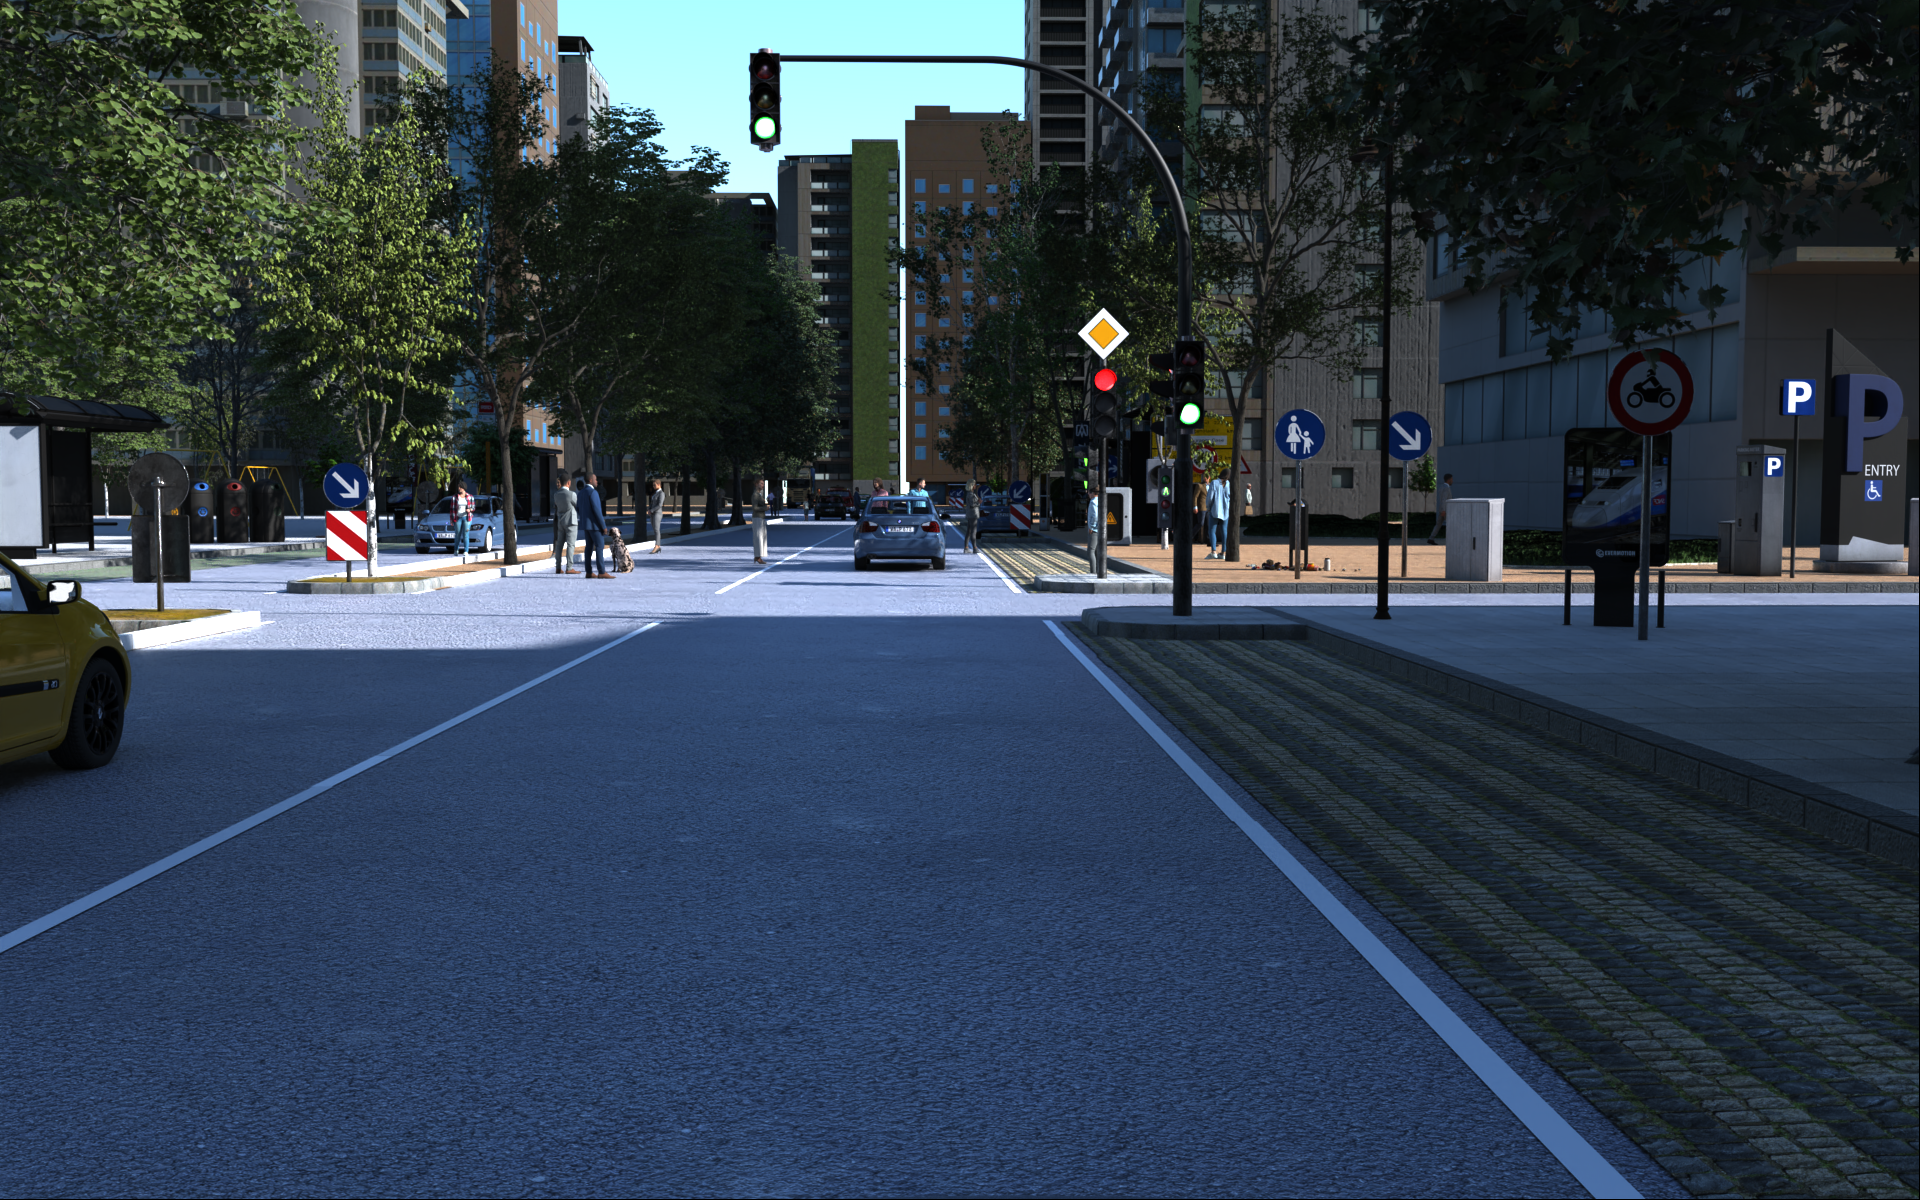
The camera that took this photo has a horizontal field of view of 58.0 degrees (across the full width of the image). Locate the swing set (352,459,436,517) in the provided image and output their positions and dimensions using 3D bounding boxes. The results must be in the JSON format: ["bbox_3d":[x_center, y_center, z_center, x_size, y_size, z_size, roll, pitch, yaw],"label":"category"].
[{"bbox_3d":[-25.748,-4.932,78.252,3.119,2.851,2.862,0,4,4],"label":"swing set"}]

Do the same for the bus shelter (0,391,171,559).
[{"bbox_3d":[-18.833,-2.608,36.562,2.014,3.302,5.546,0,4,-1],"label":"bus shelter"}]

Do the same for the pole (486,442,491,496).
[{"bbox_3d":[-18.360,-4.503,67.459,0.158,3.312,0.155,0,3,0],"label":"pole"}]

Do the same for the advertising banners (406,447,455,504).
[{"bbox_3d":[-20.028,-4.235,65.430,0.090,3.025,2.074,3,5,41],"label":"advertising banners"}]

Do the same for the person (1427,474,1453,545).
[{"bbox_3d":[12.164,-2.272,43.456,0.850,1.792,0.678,0,4,-1],"label":"person"}]

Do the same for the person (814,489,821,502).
[{"bbox_3d":[-9.798,-6.826,120.128,0.705,1.821,1.348,2,4,30],"label":"person"}]

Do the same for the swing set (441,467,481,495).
[{"bbox_3d":[-28.668,-6.222,99.342,3.119,2.851,2.862,1,4,11],"label":"swing set"}]

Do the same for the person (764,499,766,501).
[{"bbox_3d":[-13.817,-6.750,118.868,0.705,1.824,1.348,-3,5,-44],"label":"person"}]

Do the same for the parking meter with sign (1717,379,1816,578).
[{"bbox_3d":[12.565,-1.891,27.172,0.543,3.016,1.738,-1,4,-10],"label":"parking meter with sign"}]

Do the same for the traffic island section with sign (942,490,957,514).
[{"bbox_3d":[-0.170,-7.304,128.046,1.989,1.847,2.006,0,4,-1],"label":"traffic island section with sign"}]

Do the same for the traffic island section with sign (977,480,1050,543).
[{"bbox_3d":[1.614,-2.586,50.910,1.989,1.847,2.006,0,4,-1],"label":"traffic island section with sign"}]

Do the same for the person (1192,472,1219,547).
[{"bbox_3d":[5.888,-2.213,42.136,0.836,1.842,0.656,1,4,15],"label":"person"}]

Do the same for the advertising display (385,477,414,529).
[{"bbox_3d":[-20.589,-3.574,63.646,0.974,1.923,0.123,-1,4,-11],"label":"advertising display"}]

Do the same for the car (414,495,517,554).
[{"bbox_3d":[-12.286,-1.914,43.293,2.014,1.417,4.499,0,4,-2],"label":"car"}]

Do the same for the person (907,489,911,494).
[{"bbox_3d":[-3.649,-7.231,126.752,1.348,1.821,0.705,0,4,-6],"label":"person"}]

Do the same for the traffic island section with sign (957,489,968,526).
[{"bbox_3d":[0.980,-4.259,78.267,1.989,1.847,2.006,0,4,-1],"label":"traffic island section with sign"}]

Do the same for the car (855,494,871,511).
[{"bbox_3d":[-7.817,-7.874,140.545,2.131,1.459,4.920,0,4,1],"label":"car"}]

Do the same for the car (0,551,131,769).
[{"bbox_3d":[-5.268,0.146,7.845,2.015,1.641,3.980,0,4,-3],"label":"car"}]

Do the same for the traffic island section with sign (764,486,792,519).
[{"bbox_3d":[-10.644,-5.670,100.841,2.006,1.907,1.989,0,4,-1],"label":"traffic island section with sign"}]

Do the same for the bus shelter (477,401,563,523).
[{"bbox_3d":[-19.690,-6.089,77.183,2.179,5.291,8.768,0,4,-1],"label":"bus shelter"}]

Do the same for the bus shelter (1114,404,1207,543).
[{"bbox_3d":[5.595,-3.486,48.287,1.731,3.624,6.357,0,4,-1],"label":"bus shelter"}]

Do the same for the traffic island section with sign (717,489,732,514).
[{"bbox_3d":[-17.593,-7.280,127.653,1.989,1.847,2.006,0,4,-1],"label":"traffic island section with sign"}]

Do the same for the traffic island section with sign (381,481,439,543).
[{"bbox_3d":[-15.824,-2.602,51.169,1.989,1.847,2.006,0,4,-1],"label":"traffic island section with sign"}]

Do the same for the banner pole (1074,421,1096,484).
[{"bbox_3d":[3.812,-3.784,51.885,0.863,3.779,0.401,0,4,-1],"label":"banner pole"}]

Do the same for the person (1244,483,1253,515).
[{"bbox_3d":[13.113,-4.441,79.138,0.515,1.767,0.782,1,4,9],"label":"person"}]

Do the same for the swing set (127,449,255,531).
[{"bbox_3d":[-27.244,-3.878,61.026,2.862,2.851,3.119,1,4,18],"label":"swing set"}]

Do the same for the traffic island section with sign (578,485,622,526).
[{"bbox_3d":[-16.455,-4.296,78.862,1.989,1.847,2.006,0,4,-1],"label":"traffic island section with sign"}]

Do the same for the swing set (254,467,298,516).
[{"bbox_3d":[-40.081,-6.232,99.520,2.862,2.851,3.119,1,4,10],"label":"swing set"}]

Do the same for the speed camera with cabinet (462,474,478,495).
[{"bbox_3d":[-21.526,-4.976,75.700,0.660,3.252,2.038,-1,4,-22],"label":"speed camera with cabinet"}]

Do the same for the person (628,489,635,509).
[{"bbox_3d":[-28.273,-8.772,150.186,1.217,1.735,0.721,-1,4,-14],"label":"person"}]

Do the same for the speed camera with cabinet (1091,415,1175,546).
[{"bbox_3d":[4.299,-2.984,43.126,2.038,3.252,0.660,0,4,3],"label":"speed camera with cabinet"}]

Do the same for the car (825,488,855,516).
[{"bbox_3d":[-7.547,-6.072,107.958,2.281,1.827,5.304,0,4,-3],"label":"car"}]

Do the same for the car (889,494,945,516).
[{"bbox_3d":[-1.408,-2.322,48.185,2.015,1.641,3.980,0,4,-3],"label":"car"}]

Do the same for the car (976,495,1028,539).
[{"bbox_3d":[1.285,-2.705,56.234,2.014,1.417,4.499,0,4,-1],"label":"car"}]

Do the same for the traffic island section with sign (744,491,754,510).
[{"bbox_3d":[-18.227,-8.962,155.161,1.989,1.847,2.006,0,4,-1],"label":"traffic island section with sign"}]

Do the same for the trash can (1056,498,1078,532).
[{"bbox_3d":[3.657,-2.921,59.416,0.748,1.137,0.748,0,3,0],"label":"trash can"}]

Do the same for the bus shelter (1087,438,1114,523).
[{"bbox_3d":[6.199,-5.042,73.714,1.731,3.624,6.357,0,4,-2],"label":"bus shelter"}]

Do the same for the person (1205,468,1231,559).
[{"bbox_3d":[5.099,-1.697,34.060,0.793,1.790,0.793,3,4,38],"label":"person"}]

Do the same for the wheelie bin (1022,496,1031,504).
[{"bbox_3d":[3.166,-4.770,85.902,0.693,1.594,0.980,2,4,32],"label":"wheelie bin"}]

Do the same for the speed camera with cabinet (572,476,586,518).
[{"bbox_3d":[-20.148,-5.889,90.628,2.038,3.252,0.660,2,4,35],"label":"speed camera with cabinet"}]

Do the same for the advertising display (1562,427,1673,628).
[{"bbox_3d":[6.342,-0.705,16.745,0.974,1.923,0.123,1,4,23],"label":"advertising display"}]

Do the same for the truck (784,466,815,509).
[{"bbox_3d":[-15.878,-11.238,172.655,2.839,4.237,11.283,0,4,-3],"label":"truck"}]

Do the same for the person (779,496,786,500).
[{"bbox_3d":[-15.709,-8.637,150.438,1.217,1.743,0.721,1,4,17],"label":"person"}]

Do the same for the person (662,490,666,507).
[{"bbox_3d":[-30.013,-10.247,174.370,0.721,1.735,1.217,3,4,36],"label":"person"}]

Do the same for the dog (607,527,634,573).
[{"bbox_3d":[-6.219,-0.907,31.659,0.513,0.831,0.800,-1,4,-9],"label":"dog"}]

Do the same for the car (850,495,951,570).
[{"bbox_3d":[-1.175,-1.351,34.089,2.014,1.417,4.499,0,4,-2],"label":"car"}]

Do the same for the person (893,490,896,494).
[{"bbox_3d":[-5.721,-8.579,148.768,1.348,1.824,0.705,0,4,-4],"label":"person"}]

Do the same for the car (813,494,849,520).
[{"bbox_3d":[-7.195,-5.286,96.210,2.009,1.686,4.222,0,4,-3],"label":"car"}]

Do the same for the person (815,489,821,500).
[{"bbox_3d":[-10.396,-7.335,128.367,0.705,1.831,1.348,2,4,34],"label":"person"}]

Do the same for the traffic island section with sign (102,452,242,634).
[{"bbox_3d":[-8.731,-0.623,18.318,2.006,1.907,1.989,0,4,-1],"label":"traffic island section with sign"}]

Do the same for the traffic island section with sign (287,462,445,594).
[{"bbox_3d":[-8.893,-1.076,25.723,2.006,1.907,1.989,0,4,-1],"label":"traffic island section with sign"}]

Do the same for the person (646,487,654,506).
[{"bbox_3d":[-24.899,-8.164,139.545,1.348,1.822,0.705,1,4,10],"label":"person"}]

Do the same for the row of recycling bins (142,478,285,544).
[{"bbox_3d":[-19.546,-2.340,45.376,3.534,1.692,1.069,-3,5,-44],"label":"row of recycling bins"}]

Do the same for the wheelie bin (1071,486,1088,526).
[{"bbox_3d":[4.686,-3.732,68.920,0.693,1.594,0.980,3,5,41],"label":"wheelie bin"}]

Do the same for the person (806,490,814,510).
[{"bbox_3d":[-13.356,-8.872,153.565,0.705,1.822,1.348,2,4,26],"label":"person"}]

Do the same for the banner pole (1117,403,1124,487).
[{"bbox_3d":[4.403,-3.524,47.639,0.401,3.779,0.863,0,4,-6],"label":"banner pole"}]

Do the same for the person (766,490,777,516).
[{"bbox_3d":[-12.211,-6.298,112.414,0.756,1.711,0.436,-1,4,-10],"label":"person"}]
